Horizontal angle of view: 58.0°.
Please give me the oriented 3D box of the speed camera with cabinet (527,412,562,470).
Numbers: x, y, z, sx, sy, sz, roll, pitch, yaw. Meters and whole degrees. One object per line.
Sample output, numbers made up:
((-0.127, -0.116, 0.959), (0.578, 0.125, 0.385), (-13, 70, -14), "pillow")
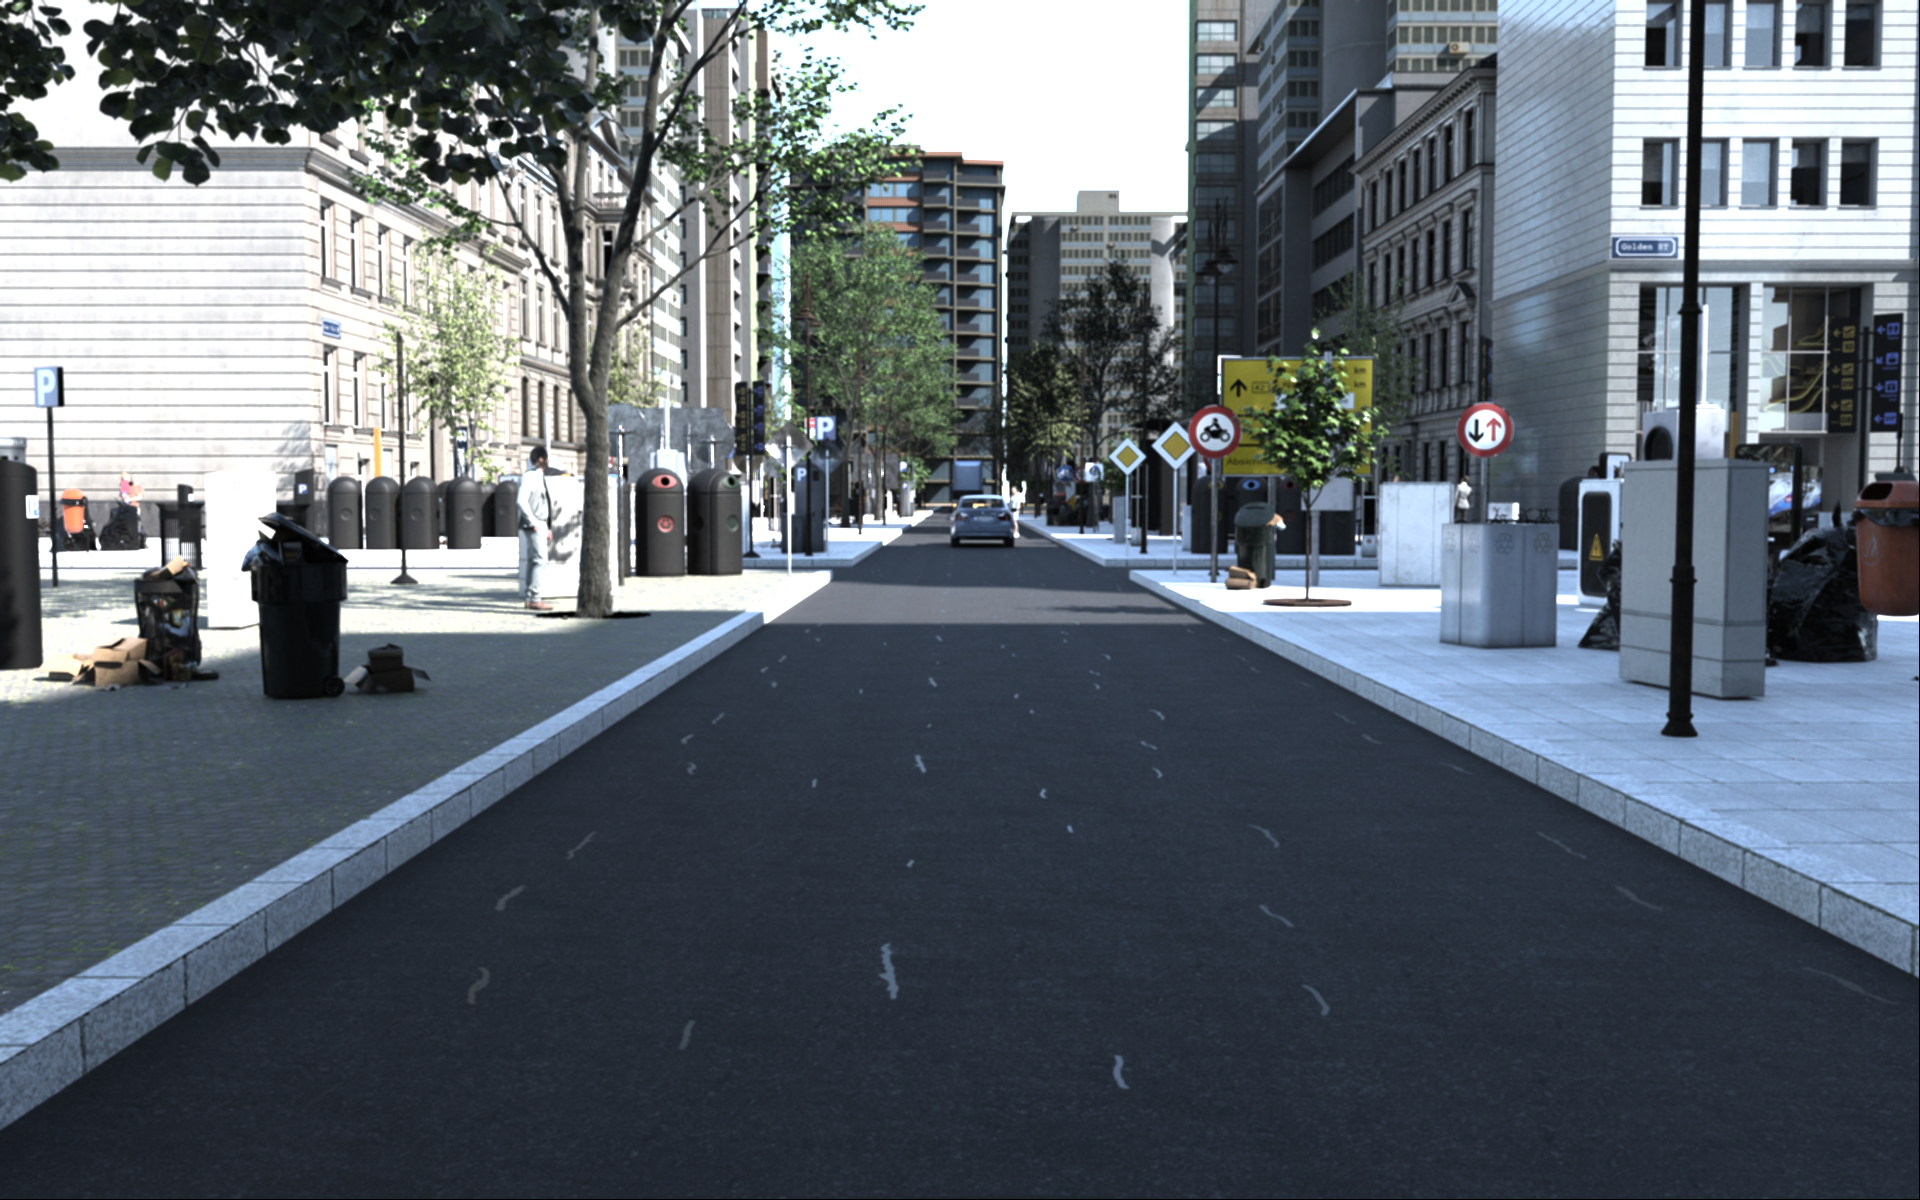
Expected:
((-9.590, -2.955, 42.649), (2.038, 3.252, 0.660), (-3, 5, -40), "speed camera with cabinet")

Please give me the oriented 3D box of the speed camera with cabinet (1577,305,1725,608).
((7.502, -1.503, 18.904), (0.660, 3.252, 2.038), (0, 4, -8), "speed camera with cabinet")

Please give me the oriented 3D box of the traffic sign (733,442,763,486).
((-5.240, -2.606, 42.718), (0.768, 2.556, 0.104), (1, 4, 9), "traffic sign")

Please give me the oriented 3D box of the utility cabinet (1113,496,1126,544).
((4.157, -2.091, 45.343), (0.306, 1.237, 1.020), (0, 4, 2), "utility cabinet")

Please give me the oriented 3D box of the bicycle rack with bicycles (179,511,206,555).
((-15.129, -1.449, 37.065), (2.852, 0.926, 2.925), (1, 4, 13), "bicycle rack with bicycles")

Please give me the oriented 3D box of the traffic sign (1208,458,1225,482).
((6.342, -2.542, 41.668), (0.768, 2.556, 0.104), (0, 4, 2), "traffic sign")

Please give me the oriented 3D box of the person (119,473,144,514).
((-21.239, -2.341, 44.293), (0.573, 1.828, 0.580), (1, 4, 23), "person")

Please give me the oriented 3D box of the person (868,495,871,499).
((-7.009, -8.501, 145.122), (1.350, 1.814, 0.705), (-1, 4, -21), "person")

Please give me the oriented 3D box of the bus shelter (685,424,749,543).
((-6.844, -3.142, 45.290), (2.014, 3.302, 5.546), (0, 3, 0), "bus shelter")

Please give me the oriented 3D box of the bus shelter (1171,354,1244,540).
((7.063, -4.278, 47.577), (2.179, 5.291, 8.768), (0, 3, 0), "bus shelter")

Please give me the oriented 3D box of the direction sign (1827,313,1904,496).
((11.493, -1.839, 22.062), (0.379, 3.537, 0.876), (-3, 5, -39), "direction sign")

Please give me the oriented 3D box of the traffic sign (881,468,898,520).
((-3.519, -5.313, 86.877), (0.884, 2.594, 0.081), (0, 4, 2), "traffic sign")

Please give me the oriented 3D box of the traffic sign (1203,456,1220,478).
((6.294, -2.571, 42.145), (0.768, 2.556, 0.104), (0, 4, 6), "traffic sign")

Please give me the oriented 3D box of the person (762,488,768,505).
((-15.479, -8.118, 138.868), (1.348, 1.812, 0.705), (3, 5, 40), "person")

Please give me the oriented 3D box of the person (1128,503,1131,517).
((7.205, -3.944, 71.018), (0.515, 1.767, 0.782), (-1, 4, -17), "person")

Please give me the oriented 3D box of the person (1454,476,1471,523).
((14.229, -2.634, 49.290), (0.592, 1.802, 0.473), (0, 4, -4), "person")

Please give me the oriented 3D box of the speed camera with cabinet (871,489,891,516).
((-4.679, -6.642, 102.933), (0.660, 3.252, 2.038), (1, 4, 17), "speed camera with cabinet")

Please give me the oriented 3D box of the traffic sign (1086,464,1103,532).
((4.483, -3.400, 57.715), (0.606, 2.300, 0.079), (1, 4, 8), "traffic sign")

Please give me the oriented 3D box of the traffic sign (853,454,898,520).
((-4.238, -5.708, 87.198), (2.265, 3.308, 0.079), (0, 4, 1), "traffic sign")

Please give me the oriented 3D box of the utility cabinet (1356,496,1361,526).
((16.306, -3.551, 69.226), (1.020, 1.237, 0.306), (3, 5, 42), "utility cabinet")

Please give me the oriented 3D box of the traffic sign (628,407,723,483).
((-6.699, -2.869, 40.778), (2.265, 3.308, 0.079), (0, 4, 3), "traffic sign")

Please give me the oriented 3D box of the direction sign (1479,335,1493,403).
((7.623, -2.030, 25.185), (0.379, 3.537, 0.876), (2, 4, 26), "direction sign")

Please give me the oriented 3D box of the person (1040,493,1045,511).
((6.187, -7.489, 131.669), (0.628, 1.438, 0.799), (-3, 5, -43), "person")

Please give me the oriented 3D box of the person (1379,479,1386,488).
((15.022, -3.413, 61.815), (0.822, 1.834, 0.622), (-1, 4, -10), "person")

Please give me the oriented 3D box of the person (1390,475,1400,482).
((11.883, -2.504, 47.236), (0.600, 1.795, 0.529), (2, 4, 30), "person")

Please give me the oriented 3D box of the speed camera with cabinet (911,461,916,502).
((-3.068, -6.791, 105.369), (0.660, 3.252, 2.038), (0, 4, -6), "speed camera with cabinet")

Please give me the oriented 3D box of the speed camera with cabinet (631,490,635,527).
((-13.162, -4.485, 67.663), (2.038, 3.252, 0.660), (0, 3, 0), "speed camera with cabinet")

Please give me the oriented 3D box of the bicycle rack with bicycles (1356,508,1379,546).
((9.677, -2.011, 46.264), (2.852, 0.926, 2.925), (1, 4, 19), "bicycle rack with bicycles")

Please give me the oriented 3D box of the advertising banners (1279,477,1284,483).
((12.226, -3.983, 61.311), (2.074, 3.025, 0.090), (1, 4, 10), "advertising banners")

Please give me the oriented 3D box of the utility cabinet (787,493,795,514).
((-4.715, -2.528, 50.009), (0.318, 1.500, 1.173), (1, 4, 8), "utility cabinet")

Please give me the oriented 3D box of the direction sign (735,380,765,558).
((-4.215, -2.622, 34.861), (0.876, 3.537, 0.379), (3, 5, 43), "direction sign")

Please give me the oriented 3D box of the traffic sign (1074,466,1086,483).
((5.538, -4.797, 78.533), (0.768, 2.556, 0.104), (0, 4, 7), "traffic sign")

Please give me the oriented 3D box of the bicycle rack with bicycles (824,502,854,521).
((-6.064, -4.137, 81.026), (2.925, 0.926, 2.852), (0, 4, -5), "bicycle rack with bicycles")

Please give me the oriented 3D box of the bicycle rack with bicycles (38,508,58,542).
((-24.451, -1.964, 45.496), (2.925, 0.926, 2.852), (-3, 5, -45), "bicycle rack with bicycles")

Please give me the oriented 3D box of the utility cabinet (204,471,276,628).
((-7.009, -0.502, 16.891), (0.318, 1.500, 1.173), (0, 4, -5), "utility cabinet")

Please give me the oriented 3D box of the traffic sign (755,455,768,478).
((-6.498, -3.481, 56.645), (0.795, 2.593, 0.064), (0, 4, 4), "traffic sign")

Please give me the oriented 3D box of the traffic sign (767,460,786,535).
((-5.607, -3.320, 54.292), (0.884, 2.594, 0.081), (0, 4, 7), "traffic sign")

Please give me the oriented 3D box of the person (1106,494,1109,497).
((15.748, -10.601, 180.194), (1.217, 1.723, 0.721), (0, 4, -4), "person")

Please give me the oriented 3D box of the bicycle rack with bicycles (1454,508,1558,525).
((14.550, -1.919, 44.762), (2.925, 0.926, 2.852), (0, 4, -5), "bicycle rack with bicycles")

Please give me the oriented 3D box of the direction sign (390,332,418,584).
((-7.950, -1.998, 24.671), (0.379, 3.537, 0.876), (-1, 4, -15), "direction sign")

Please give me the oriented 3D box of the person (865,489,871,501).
((-7.713, -8.824, 150.323), (1.348, 1.822, 0.705), (2, 4, 33), "person")

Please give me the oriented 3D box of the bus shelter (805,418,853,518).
((-7.049, -7.084, 93.460), (2.179, 5.291, 8.768), (0, 3, 0), "bus shelter")

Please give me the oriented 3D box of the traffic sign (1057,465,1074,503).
((4.584, -4.605, 75.401), (0.768, 2.556, 0.104), (0, 4, 6), "traffic sign")

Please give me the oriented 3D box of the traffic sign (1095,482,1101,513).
((7.557, -5.710, 93.457), (0.768, 2.556, 0.104), (0, 4, 4), "traffic sign")

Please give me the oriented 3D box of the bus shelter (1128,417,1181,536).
((6.578, -3.949, 55.841), (1.731, 3.624, 6.357), (0, 4, 0), "bus shelter")

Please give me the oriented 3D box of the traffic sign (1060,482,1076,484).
((5.746, -5.641, 92.241), (0.884, 2.594, 0.081), (1, 4, 8), "traffic sign")

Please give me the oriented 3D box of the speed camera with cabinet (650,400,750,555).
((-5.474, -2.587, 36.631), (2.038, 3.252, 0.660), (0, 4, 1), "speed camera with cabinet")

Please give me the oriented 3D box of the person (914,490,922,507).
((-4.385, -10.150, 172.718), (1.217, 1.735, 0.721), (0, 4, 0), "person")

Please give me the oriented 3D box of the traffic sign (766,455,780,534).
((-5.782, -3.357, 54.992), (0.768, 2.556, 0.104), (0, 4, 4), "traffic sign")

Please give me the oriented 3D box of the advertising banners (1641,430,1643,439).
((19.368, -3.140, 47.520), (2.074, 3.025, 0.090), (-2, 4, -28), "advertising banners")

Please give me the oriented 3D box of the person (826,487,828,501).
((-8.284, -6.586, 114.242), (1.217, 1.766, 0.721), (-1, 4, -16), "person")

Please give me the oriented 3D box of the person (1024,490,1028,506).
((6.911, -10.865, 184.406), (0.721, 1.743, 1.217), (-1, 4, -18), "person")

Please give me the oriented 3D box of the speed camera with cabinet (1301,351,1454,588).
((5.816, -1.820, 24.087), (2.038, 3.252, 0.660), (1, 4, 17), "speed camera with cabinet")

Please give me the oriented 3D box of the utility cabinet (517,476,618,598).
((-4.842, -0.780, 21.425), (1.173, 1.500, 0.318), (-3, 4, -36), "utility cabinet")

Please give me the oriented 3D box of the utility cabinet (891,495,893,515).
((-4.308, -5.738, 104.979), (0.306, 1.237, 1.020), (1, 4, 15), "utility cabinet")

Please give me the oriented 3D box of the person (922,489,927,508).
((-3.211, -9.443, 160.953), (0.721, 1.766, 1.217), (0, 4, 4), "person")

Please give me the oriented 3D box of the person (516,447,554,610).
((-4.736, -0.807, 19.337), (0.391, 1.810, 0.635), (-1, 4, -11), "person")

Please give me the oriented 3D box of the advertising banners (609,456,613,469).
((-8.348, -2.497, 37.019), (2.074, 3.025, 0.090), (-1, 4, -12), "advertising banners")

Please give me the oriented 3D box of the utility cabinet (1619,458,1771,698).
((4.777, -0.160, 11.294), (0.318, 1.500, 1.173), (-1, 4, -10), "utility cabinet")

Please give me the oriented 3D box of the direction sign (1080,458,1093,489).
((7.903, -7.069, 107.583), (0.876, 3.537, 0.379), (0, 4, 2), "direction sign")
